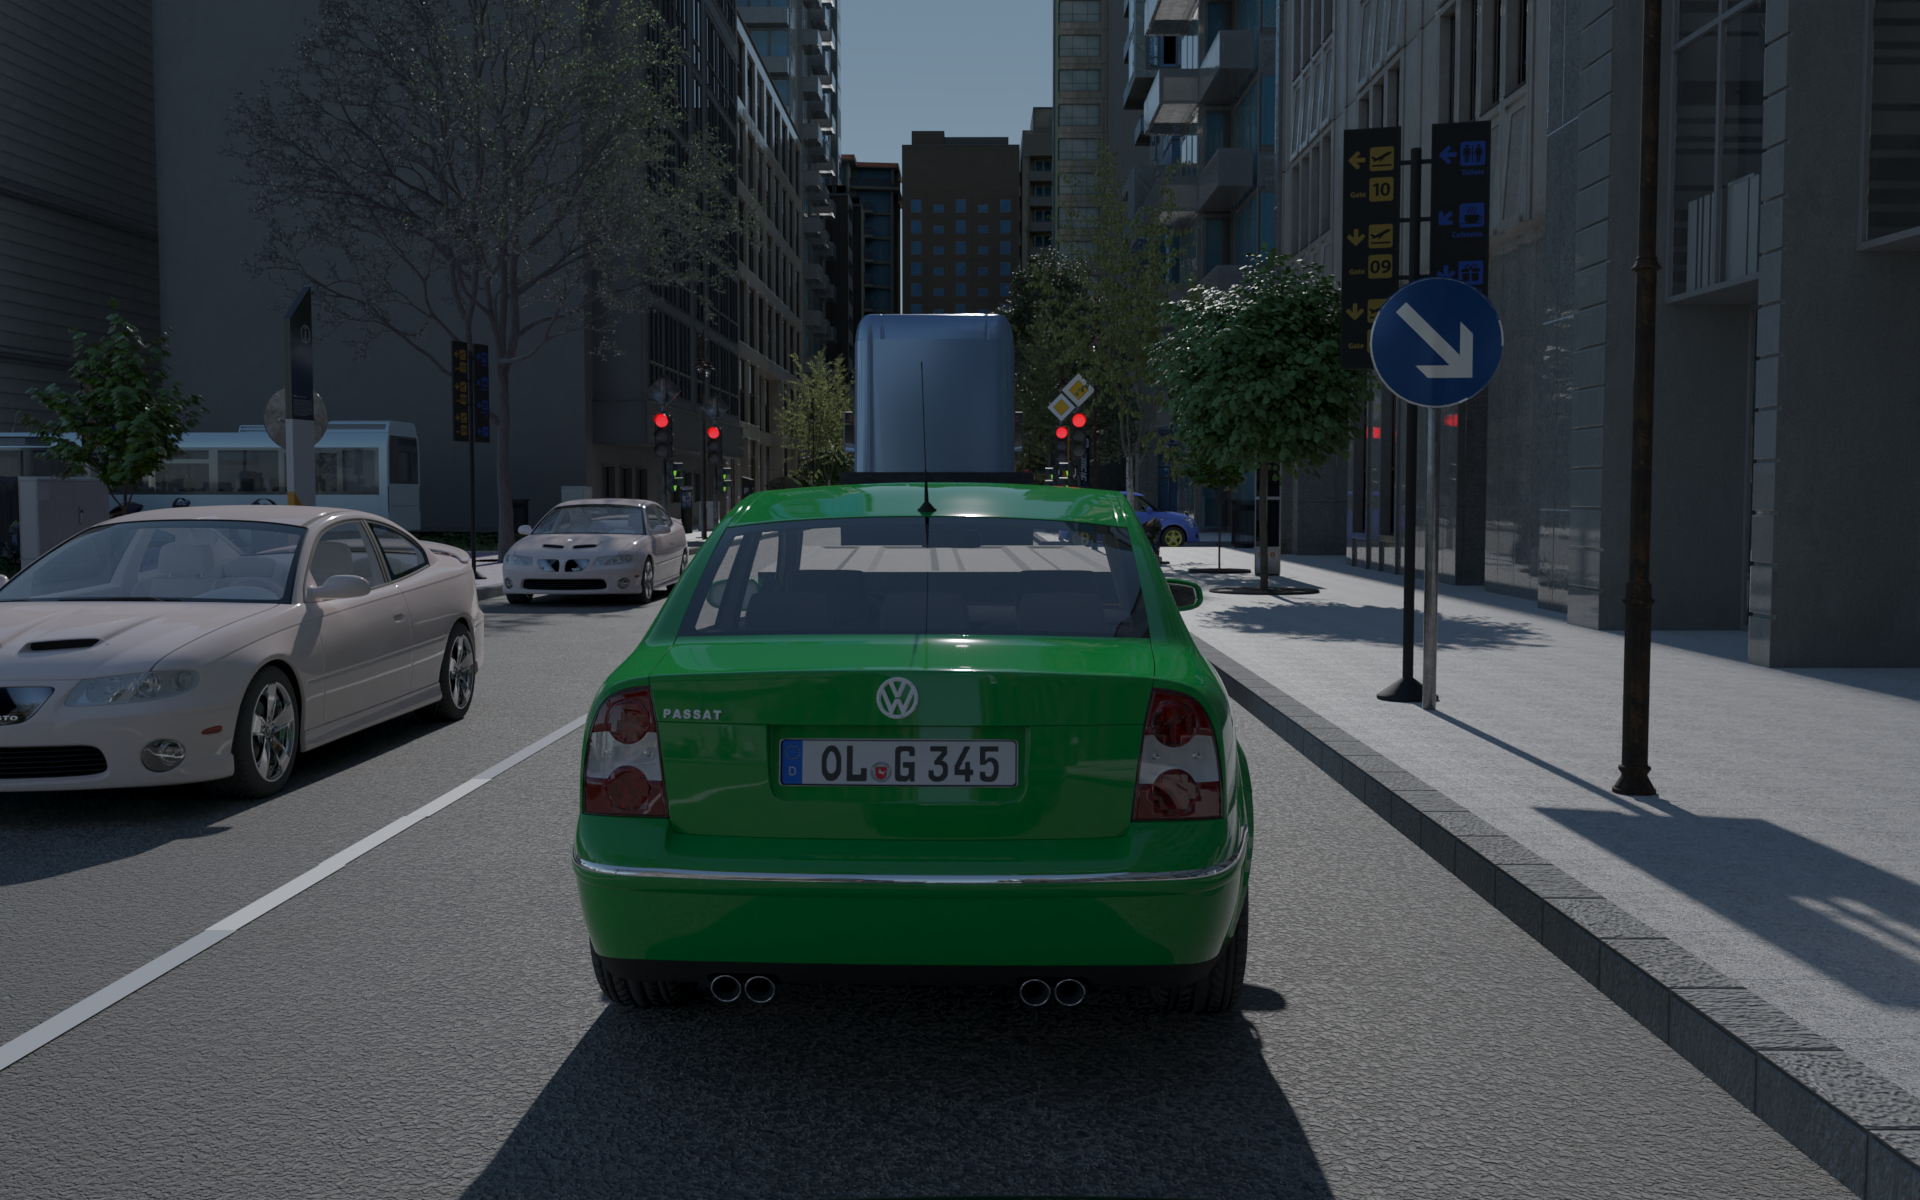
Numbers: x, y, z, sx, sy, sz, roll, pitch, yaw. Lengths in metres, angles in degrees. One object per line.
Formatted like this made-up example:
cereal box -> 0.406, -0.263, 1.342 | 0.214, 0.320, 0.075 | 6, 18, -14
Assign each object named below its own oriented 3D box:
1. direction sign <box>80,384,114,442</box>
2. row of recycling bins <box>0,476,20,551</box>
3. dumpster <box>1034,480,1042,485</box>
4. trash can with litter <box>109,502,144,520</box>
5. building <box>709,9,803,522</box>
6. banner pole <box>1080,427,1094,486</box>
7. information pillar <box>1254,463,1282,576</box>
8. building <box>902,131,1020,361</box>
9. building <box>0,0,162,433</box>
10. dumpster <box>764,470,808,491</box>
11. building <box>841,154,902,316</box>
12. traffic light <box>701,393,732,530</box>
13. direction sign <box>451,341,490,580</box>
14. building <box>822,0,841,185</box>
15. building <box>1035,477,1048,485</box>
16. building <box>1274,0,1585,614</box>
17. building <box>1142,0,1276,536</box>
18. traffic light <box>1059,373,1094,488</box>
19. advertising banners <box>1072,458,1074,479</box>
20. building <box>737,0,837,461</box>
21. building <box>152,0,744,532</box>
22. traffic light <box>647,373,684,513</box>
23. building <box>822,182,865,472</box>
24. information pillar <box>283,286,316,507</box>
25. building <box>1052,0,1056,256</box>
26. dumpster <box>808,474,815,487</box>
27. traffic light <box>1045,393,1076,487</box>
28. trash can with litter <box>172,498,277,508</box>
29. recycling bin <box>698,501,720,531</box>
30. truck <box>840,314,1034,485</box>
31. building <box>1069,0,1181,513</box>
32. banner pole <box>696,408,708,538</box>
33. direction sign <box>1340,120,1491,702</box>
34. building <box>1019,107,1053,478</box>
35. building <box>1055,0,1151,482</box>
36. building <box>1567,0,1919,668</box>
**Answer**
direction sign -> -17.549, -2.660, 35.483 | 0.379, 3.537, 0.876 | 2, 4, 33
row of recycling bins -> -21.979, -2.008, 39.936 | 1.069, 1.692, 3.534 | -1, 4, -15
dumpster -> 3.673, -5.572, 93.598 | 1.502, 2.255, 1.985 | 0, 4, 1
trash can with litter -> -12.066, -0.805, 24.544 | 1.055, 1.170, 0.624 | 2, 4, 24
building -> -19.648, -17.576, 91.885 | 19.350, 26.468, 34.151 | 0, 4, 0
banner pole -> 4.791, -4.580, 64.904 | 0.863, 3.779, 0.401 | 0, 4, -2
information pillar -> 4.830, -1.386, 27.161 | 0.304, 2.012, 0.304 | -2, 4, -24
building -> 0.150, -34.652, 216.676 | 14.200, 45.320, 14.600 | 0, 4, 0
building -> -40.091, -16.483, 56.883 | 23.554, 28.519, 14.401 | 0, 4, 0
dumpster -> -7.105, -4.132, 70.045 | 1.502, 2.255, 1.985 | 0, 4, 0
building -> -21.812, -34.677, 221.589 | 28.867, 44.769, 22.147 | 0, 4, 0
traffic light -> -6.810, -3.636, 48.363 | 0.839, 4.253, 0.868 | 0, 4, 0
direction sign -> -7.333, -2.081, 26.026 | 0.379, 3.537, 0.876 | 1, 4, 20
building -> -24.737, -53.286, 183.891 | 31.000, 86.520, 22.319 | 0, 4, 0
building -> 24.221, -30.059, 183.348 | 32.217, 40.220, 23.993 | 0, 4, 0
building -> 12.581, -12.747, 26.441 | 12.078, 24.808, 19.932 | 0, 4, 0
building -> 21.766, -26.968, 60.529 | 30.456, 49.044, 23.786 | 0, 4, 0
traffic light -> 2.732, -3.143, 40.312 | 0.839, 4.253, 0.868 | 0, 4, 0
advertising banners -> 3.947, -4.049, 62.394 | 0.090, 3.025, 2.074 | 1, 4, 13
building -> -21.646, -31.717, 138.184 | 23.786, 49.044, 30.456 | 0, 4, 0
building -> -16.441, -16.446, 62.406 | 14.314, 27.812, 24.014 | 0, 4, 0
traffic light -> -6.879, -3.147, 40.379 | 0.839, 4.253, 0.868 | 0, 4, 0
building -> -16.320, -23.826, 161.255 | 14.160, 30.474, 14.107 | 0, 4, 0
information pillar -> -7.363, -1.713, 19.357 | 0.183, 3.616, 0.504 | 0, 4, 8
building -> 18.854, -37.601, 156.781 | 21.231, 58.520, 28.212 | 0, 4, 0
dumpster -> -7.067, -4.464, 75.482 | 1.502, 2.255, 1.985 | 0, 4, 1
traffic light -> 2.801, -3.632, 48.297 | 0.839, 4.253, 0.868 | 0, 4, 0
trash can with litter -> -11.247, -0.981, 27.100 | 1.678, 1.210, 2.233 | 1, 4, 20
recycling bin -> -8.866, -2.971, 61.136 | 0.722, 1.027, 0.722 | 0, 4, -6
truck -> -0.259, -1.861, 20.186 | 2.967, 4.110, 18.799 | 0, 4, -1
building -> 18.209, -48.123, 99.486 | 22.319, 86.520, 31.000 | 0, 4, 0
banner pole -> -7.530, -3.705, 50.589 | 0.401, 3.779, 0.863 | 0, 4, -6
direction sign -> 2.801, -1.146, 10.733 | 0.876, 3.537, 0.379 | 1, 4, 19
building -> 18.117, -36.485, 220.223 | 21.600, 48.544, 21.300 | 0, 4, 0
building -> 14.394, -27.670, 135.994 | 14.154, 41.232, 14.086 | 0, 4, 0
building -> 11.260, -13.699, 1.479 | 11.434, 29.767, 29.804 | 0, 4, 0
